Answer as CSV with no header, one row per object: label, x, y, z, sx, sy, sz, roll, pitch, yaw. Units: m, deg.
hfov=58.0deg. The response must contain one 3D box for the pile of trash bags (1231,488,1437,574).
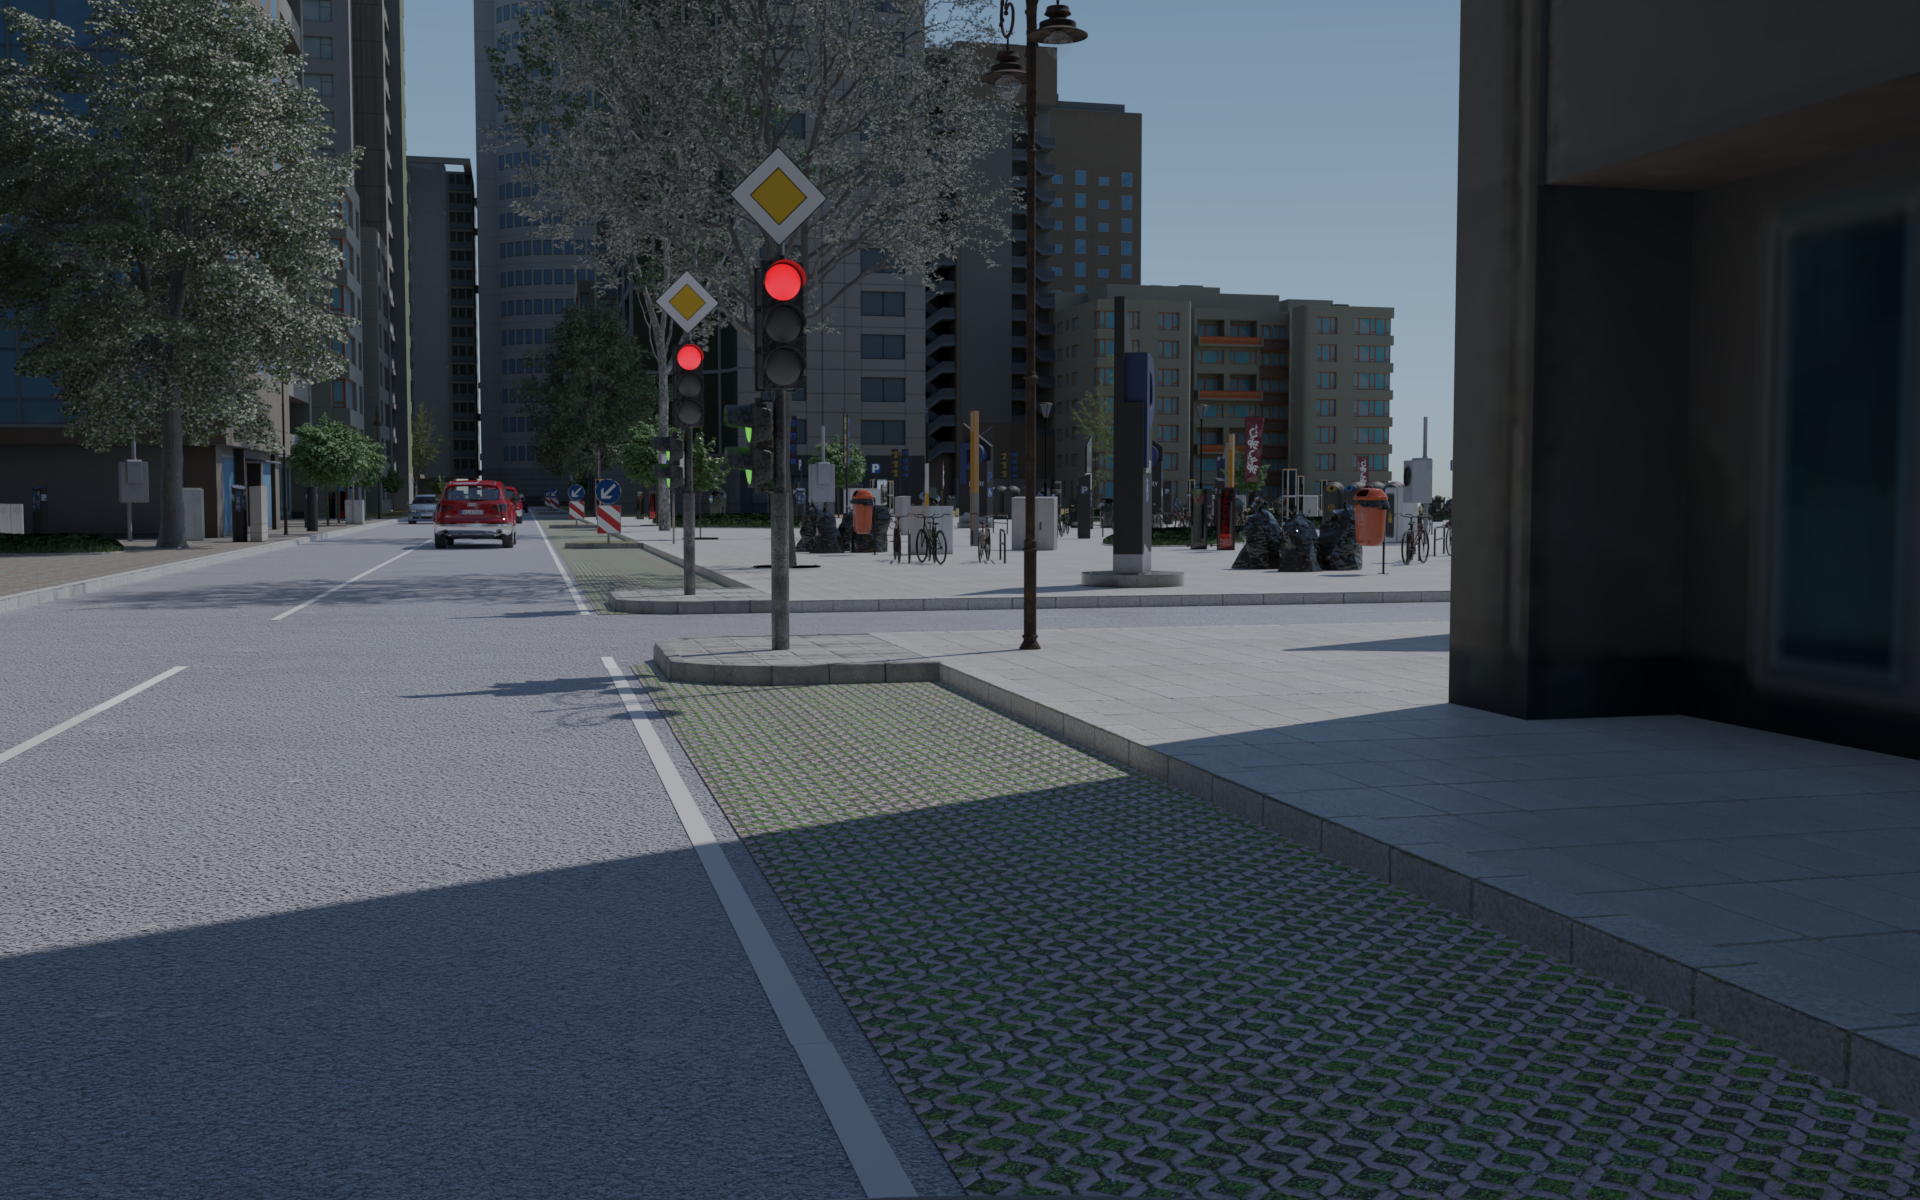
pile of trash bags,6.049,-1.174,28.952,1.912,1.369,3.447,-1,4,-22

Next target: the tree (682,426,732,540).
tree,-7.305,-3.318,48.850,1.663,3.219,1.824,0,3,0

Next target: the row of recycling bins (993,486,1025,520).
row of recycling bins,2.430,-4.938,87.846,1.069,1.692,3.534,-3,5,-43

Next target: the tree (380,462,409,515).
tree,-34.424,-6.741,104.815,1.663,3.219,1.824,0,3,0

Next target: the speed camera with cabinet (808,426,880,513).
speed camera with cabinet,-3.385,-3.451,50.764,2.038,3.252,0.660,-1,4,-18

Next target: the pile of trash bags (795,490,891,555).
pile of trash bags,-2.430,-1.713,37.752,1.912,1.369,3.447,-1,4,-17

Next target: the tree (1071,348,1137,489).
tree,7.938,-8.386,87.474,4.737,8.622,4.395,0,3,0

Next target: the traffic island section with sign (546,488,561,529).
traffic island section with sign,-16.155,-3.898,72.362,1.989,1.847,2.006,-1,4,-14

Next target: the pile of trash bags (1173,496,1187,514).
pile of trash bags,12.948,-5.466,99.113,1.912,1.369,3.447,2,4,24

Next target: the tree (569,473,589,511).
tree,-28.730,-8.316,130.570,1.663,3.219,1.824,0,3,0

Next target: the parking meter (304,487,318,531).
parking meter,-24.523,-3.479,65.287,0.372,1.533,0.369,0,3,0

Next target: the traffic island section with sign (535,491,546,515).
traffic island section with sign,-28.526,-6.888,121.253,1.989,1.847,2.006,-1,4,-14

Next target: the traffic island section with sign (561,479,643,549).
traffic island section with sign,-9.461,-2.280,45.901,1.989,1.847,2.006,-1,4,-14

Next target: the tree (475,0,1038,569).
tree,-3.116,-7.306,29.828,12.009,13.543,11.850,0,3,0

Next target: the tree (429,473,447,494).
tree,-46.890,-9.841,155.496,1.663,3.219,1.824,0,3,0

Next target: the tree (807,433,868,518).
tree,-6.525,-6.665,92.686,4.285,4.588,4.351,0,3,0

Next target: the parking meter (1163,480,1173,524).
parking meter,8.784,-4.124,73.131,0.399,1.863,0.255,2,4,32

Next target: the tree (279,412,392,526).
tree,-25.328,-5.226,69.154,4.285,4.588,4.351,0,3,0

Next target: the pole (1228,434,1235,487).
pole,9.215,-3.976,58.846,0.158,3.312,0.155,0,3,0

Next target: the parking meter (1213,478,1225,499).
parking meter,9.433,-3.500,62.935,0.255,1.863,0.399,-1,4,-16

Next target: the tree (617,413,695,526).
tree,-12.250,-5.286,70.134,4.285,4.588,4.351,0,3,0

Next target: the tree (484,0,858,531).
tree,-8.843,-12.468,59.742,12.611,20.169,13.585,0,3,0

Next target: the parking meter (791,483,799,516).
parking meter,-8.457,-5.080,88.775,0.399,1.863,0.255,0,4,6

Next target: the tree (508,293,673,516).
tree,-20.956,-11.164,99.534,9.611,12.733,9.660,0,3,0

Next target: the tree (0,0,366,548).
tree,-18.756,-8.208,40.850,9.857,13.997,8.962,0,3,0

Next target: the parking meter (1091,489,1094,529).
parking meter,4.684,-3.352,63.212,0.372,1.533,0.369,0,3,0

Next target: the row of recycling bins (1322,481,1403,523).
row of recycling bins,13.436,-3.085,57.548,1.069,1.692,3.534,-2,4,-33

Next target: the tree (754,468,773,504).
tree,-9.264,-5.403,82.936,1.663,3.219,1.824,0,3,0

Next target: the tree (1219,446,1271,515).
tree,10.123,-4.031,60.503,1.663,3.219,1.824,0,3,0

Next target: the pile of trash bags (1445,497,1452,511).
pile of trash bags,25.375,-5.149,93.936,3.447,1.369,1.912,3,4,36

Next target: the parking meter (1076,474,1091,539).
parking meter,3.544,-2.692,49.729,0.399,1.863,0.255,0,4,-2

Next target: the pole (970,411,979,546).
pole,0.358,-2.983,42.610,0.158,3.312,0.155,0,3,0

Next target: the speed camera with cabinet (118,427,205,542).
speed camera with cabinet,-21.811,-3.239,47.287,2.038,3.252,0.660,-2,4,-32

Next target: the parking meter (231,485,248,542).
parking meter,-19.272,-2.319,46.321,0.372,1.533,0.369,0,3,0

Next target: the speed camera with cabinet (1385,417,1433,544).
speed camera with cabinet,11.647,-3.099,45.005,0.660,3.252,2.038,0,4,-5

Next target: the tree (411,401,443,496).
tree,-43.471,-11.499,138.364,4.737,8.622,4.395,0,3,0

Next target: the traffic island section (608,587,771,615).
traffic island section,-3.418,0.014,22.052,2.009,0.180,2.903,-1,4,-14

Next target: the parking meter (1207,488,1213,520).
parking meter,13.739,-5.353,95.934,0.372,1.533,0.369,0,3,0

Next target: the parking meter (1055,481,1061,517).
parking meter,4.400,-4.408,77.777,0.255,1.863,0.399,1,4,10

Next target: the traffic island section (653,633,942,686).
traffic island section,-1.459,0.488,14.310,2.009,0.180,2.903,-1,4,-14

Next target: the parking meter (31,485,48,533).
parking meter,-25.084,-2.374,47.222,0.372,1.533,0.369,0,3,0
